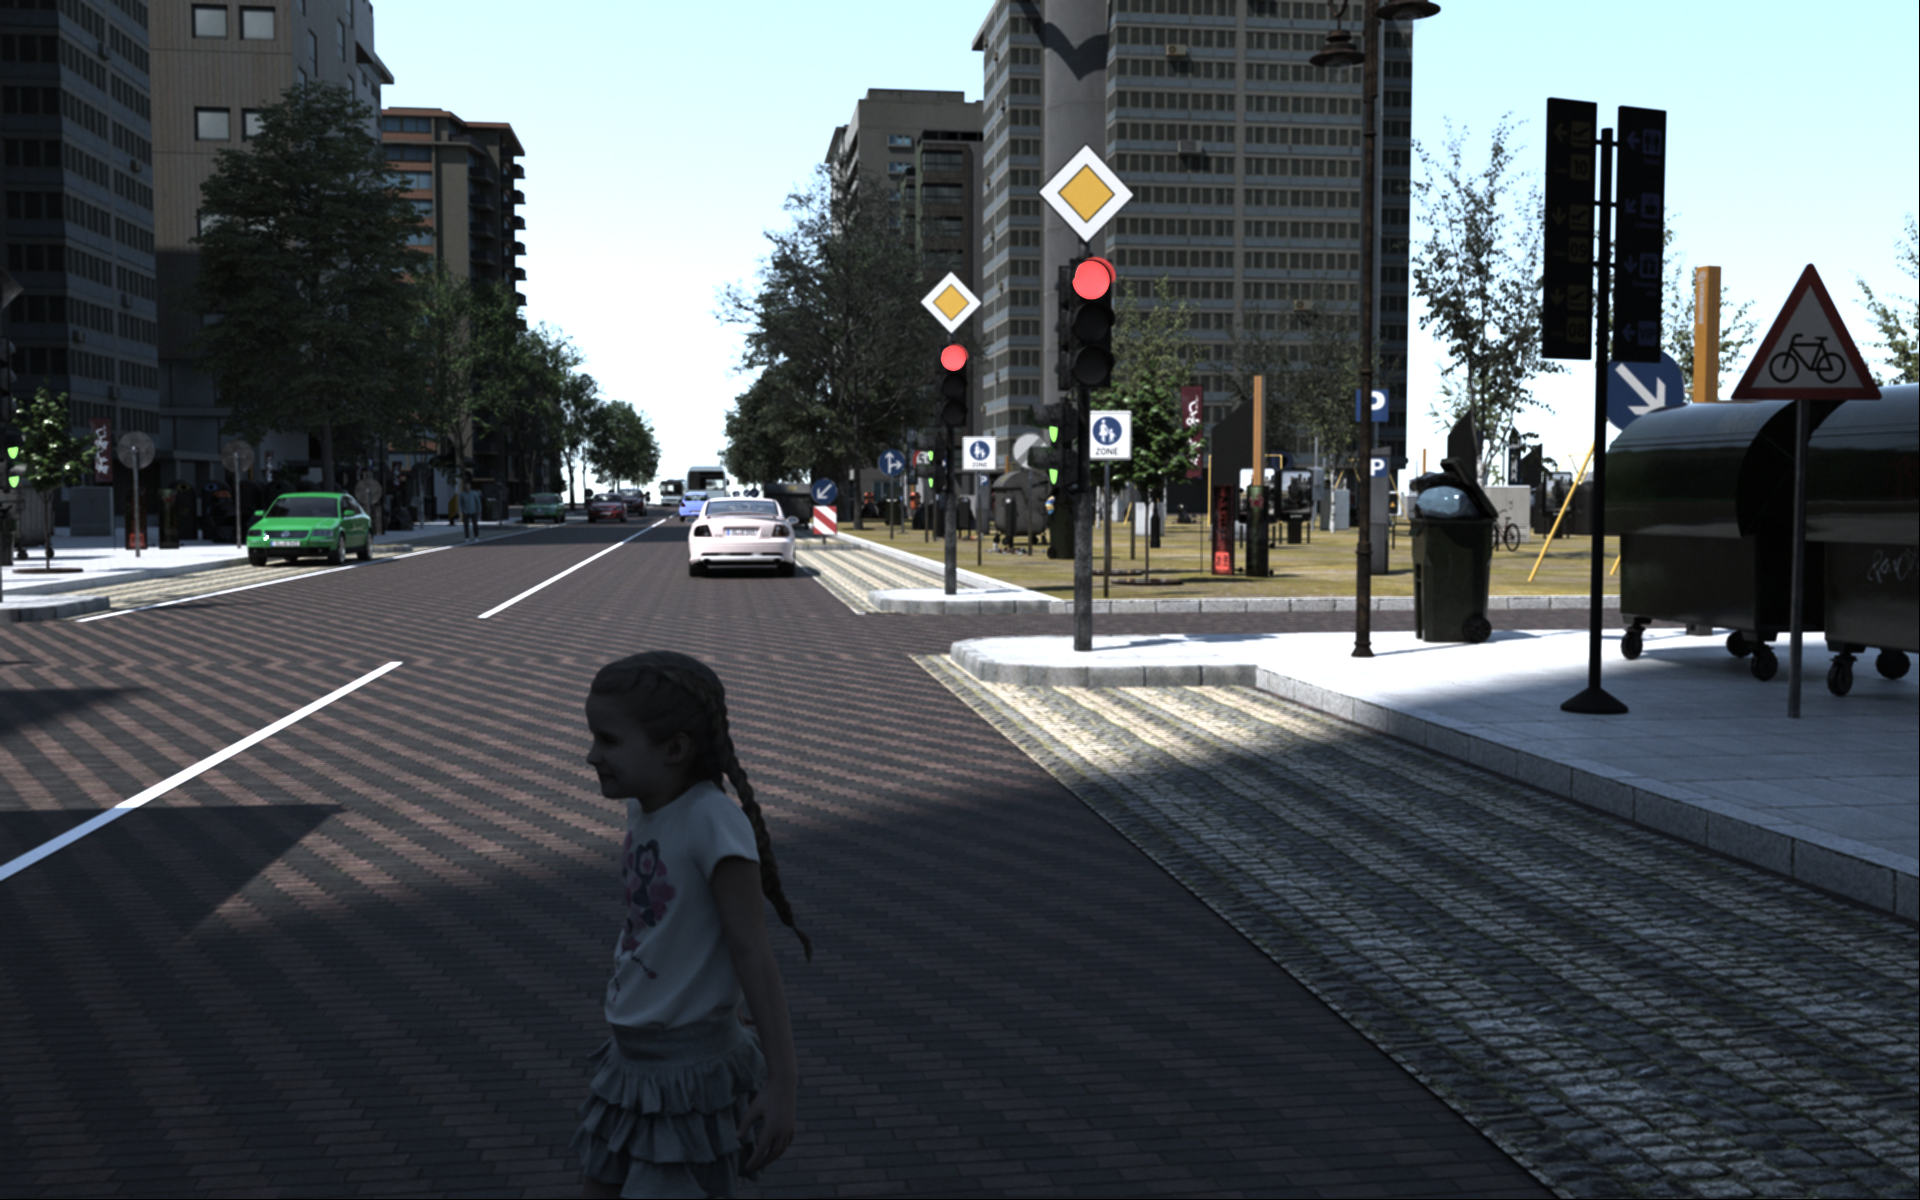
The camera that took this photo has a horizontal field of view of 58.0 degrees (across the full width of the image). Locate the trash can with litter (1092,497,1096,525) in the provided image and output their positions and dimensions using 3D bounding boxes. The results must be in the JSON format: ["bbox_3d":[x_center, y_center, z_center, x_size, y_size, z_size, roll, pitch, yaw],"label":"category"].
[{"bbox_3d":[5.003,-3.616,70.501,1.055,1.170,0.624,1,4,19],"label":"trash can with litter"}]

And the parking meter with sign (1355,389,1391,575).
[{"bbox_3d":[6.703,-1.944,28.046,0.543,3.016,1.738,1,4,10],"label":"parking meter with sign"}]

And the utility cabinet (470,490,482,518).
[{"bbox_3d":[-26.229,-5.195,93.616,1.173,1.500,0.318,3,5,41],"label":"utility cabinet"}]

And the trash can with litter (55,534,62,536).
[{"bbox_3d":[-28.516,-2.566,53.012,2.233,1.210,1.678,2,4,25],"label":"trash can with litter"}]

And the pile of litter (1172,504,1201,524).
[{"bbox_3d":[9.898,-3.769,75.589,1.176,0.858,1.719,-1,4,-11],"label":"pile of litter"}]

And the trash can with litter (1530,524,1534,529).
[{"bbox_3d":[19.970,-3.195,63.298,2.233,1.210,1.678,2,4,32],"label":"trash can with litter"}]

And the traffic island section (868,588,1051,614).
[{"bbox_3d":[-0.097,0.012,22.087,2.009,0.180,2.903,0,4,-8],"label":"traffic island section"}]

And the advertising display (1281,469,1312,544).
[{"bbox_3d":[8.602,-2.403,44.497,0.974,1.923,0.123,-1,4,-23],"label":"advertising display"}]

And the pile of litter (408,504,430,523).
[{"bbox_3d":[-24.330,-3.893,77.609,1.719,0.858,1.176,-3,5,-44],"label":"pile of litter"}]

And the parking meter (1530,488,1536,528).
[{"bbox_3d":[21.793,-3.499,65.624,0.372,1.533,0.369,0,3,0],"label":"parking meter"}]

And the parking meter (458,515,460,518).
[{"bbox_3d":[-27.303,-5.223,93.812,0.372,1.533,0.369,0,3,0],"label":"parking meter"}]

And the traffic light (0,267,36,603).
[{"bbox_3d":[-11.384,-1.923,20.356,0.839,4.253,0.868,0,4,-8],"label":"traffic light"}]

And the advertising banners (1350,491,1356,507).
[{"bbox_3d":[20.325,-5.729,89.861,2.074,3.025,0.090,-1,4,-22],"label":"advertising banners"}]

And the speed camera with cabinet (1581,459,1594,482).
[{"bbox_3d":[26.072,-4.716,71.443,0.660,3.252,2.038,2,4,28],"label":"speed camera with cabinet"}]

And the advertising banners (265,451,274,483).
[{"bbox_3d":[-28.164,-4.477,69.388,0.090,3.025,2.074,1,4,19],"label":"advertising banners"}]

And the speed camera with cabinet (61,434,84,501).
[{"bbox_3d":[-29.708,-3.800,56.464,2.038,3.252,0.660,-2,4,-31],"label":"speed camera with cabinet"}]

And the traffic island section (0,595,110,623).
[{"bbox_3d":[-11.425,0.110,20.485,2.009,0.180,2.903,0,4,-8],"label":"traffic island section"}]

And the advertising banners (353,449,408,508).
[{"bbox_3d":[-22.335,-4.316,66.748,2.074,3.025,0.090,0,3,0],"label":"advertising banners"}]

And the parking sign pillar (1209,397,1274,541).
[{"bbox_3d":[7.580,-3.616,47.587,1.447,3.967,1.447,2,4,30],"label":"parking sign pillar"}]

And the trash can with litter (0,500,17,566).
[{"bbox_3d":[-17.348,-1.190,30.841,1.055,1.170,0.624,1,4,20],"label":"trash can with litter"}]

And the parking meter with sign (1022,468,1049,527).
[{"bbox_3d":[3.022,-4.293,66.458,1.738,3.016,0.543,-3,4,-38],"label":"parking meter with sign"}]

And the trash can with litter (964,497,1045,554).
[{"bbox_3d":[1.040,-1.636,37.805,1.678,1.210,2.233,0,4,-3],"label":"trash can with litter"}]

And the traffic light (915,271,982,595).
[{"bbox_3d":[-0.138,-2.021,21.967,0.839,4.253,0.868,0,4,-8],"label":"traffic light"}]

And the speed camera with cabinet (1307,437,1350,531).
[{"bbox_3d":[12.847,-4.074,60.950,2.038,3.252,0.660,-3,4,-37],"label":"speed camera with cabinet"}]

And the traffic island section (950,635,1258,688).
[{"bbox_3d":[1.029,0.495,14.181,2.009,0.180,2.903,0,4,-8],"label":"traffic island section"}]

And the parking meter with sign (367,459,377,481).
[{"bbox_3d":[-28.703,-5.390,84.389,0.543,3.016,1.738,-2,4,-29],"label":"parking meter with sign"}]

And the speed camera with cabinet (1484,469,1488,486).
[{"bbox_3d":[18.358,-4.026,60.156,2.038,3.252,0.660,-2,4,-33],"label":"speed camera with cabinet"}]

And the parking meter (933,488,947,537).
[{"bbox_3d":[-0.625,-2.627,51.366,0.372,1.533,0.369,0,3,0],"label":"parking meter"}]

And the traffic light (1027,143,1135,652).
[{"bbox_3d":[0.988,-1.538,14.061,0.839,4.253,0.868,0,4,-8],"label":"traffic light"}]

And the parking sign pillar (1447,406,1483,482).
[{"bbox_3d":[15.596,-3.980,53.551,1.447,3.967,1.447,-1,4,-18],"label":"parking sign pillar"}]

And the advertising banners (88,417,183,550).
[{"bbox_3d":[-18.998,-2.676,39.933,0.090,3.025,2.074,3,5,41],"label":"advertising banners"}]

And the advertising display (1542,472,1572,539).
[{"bbox_3d":[17.088,-2.713,49.571,0.974,1.923,0.123,-1,4,-22],"label":"advertising display"}]

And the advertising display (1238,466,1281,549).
[{"bbox_3d":[6.996,-2.170,40.696,0.974,1.923,0.123,3,4,37],"label":"advertising display"}]

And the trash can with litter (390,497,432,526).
[{"bbox_3d":[-22.451,-3.628,70.380,2.233,1.210,1.678,-3,5,-40],"label":"trash can with litter"}]

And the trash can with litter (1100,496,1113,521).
[{"bbox_3d":[6.933,-4.407,83.441,1.055,1.170,0.624,-1,4,-18],"label":"trash can with litter"}]

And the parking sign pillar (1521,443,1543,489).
[{"bbox_3d":[29.940,-6.274,91.050,1.447,3.967,1.447,-1,4,-23],"label":"parking sign pillar"}]

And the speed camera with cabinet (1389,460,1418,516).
[{"bbox_3d":[25.816,-6.508,100.737,2.038,3.252,0.660,2,4,32],"label":"speed camera with cabinet"}]

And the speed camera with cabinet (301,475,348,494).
[{"bbox_3d":[-30.366,-5.407,82.742,2.038,3.252,0.660,-3,4,-37],"label":"speed camera with cabinet"}]

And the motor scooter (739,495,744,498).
[{"bbox_3d":[-27.422,-12.499,217.132,0.815,1.314,1.986,-1,4,-10],"label":"motor scooter"}]

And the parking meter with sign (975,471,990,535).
[{"bbox_3d":[0.685,-3.569,54.621,0.543,3.016,1.738,0,4,-3],"label":"parking meter with sign"}]

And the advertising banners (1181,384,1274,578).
[{"bbox_3d":[4.162,-1.897,27.201,0.090,3.025,2.074,-2,4,-35],"label":"advertising banners"}]

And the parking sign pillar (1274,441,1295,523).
[{"bbox_3d":[14.522,-5.495,78.321,1.447,3.967,1.447,-2,4,-29],"label":"parking sign pillar"}]

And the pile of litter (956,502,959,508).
[{"bbox_3d":[-0.470,-4.842,93.127,1.176,0.858,1.719,0,4,-5],"label":"pile of litter"}]

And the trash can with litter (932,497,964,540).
[{"bbox_3d":[0.015,-2.321,49.013,1.678,1.210,2.233,-2,4,-32],"label":"trash can with litter"}]

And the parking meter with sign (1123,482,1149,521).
[{"bbox_3d":[8.224,-5.273,82.476,1.738,3.016,0.543,-1,4,-23],"label":"parking meter with sign"}]

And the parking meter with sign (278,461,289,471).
[{"bbox_3d":[-35.594,-5.855,91.989,0.543,3.016,1.738,0,4,-1],"label":"parking meter with sign"}]
